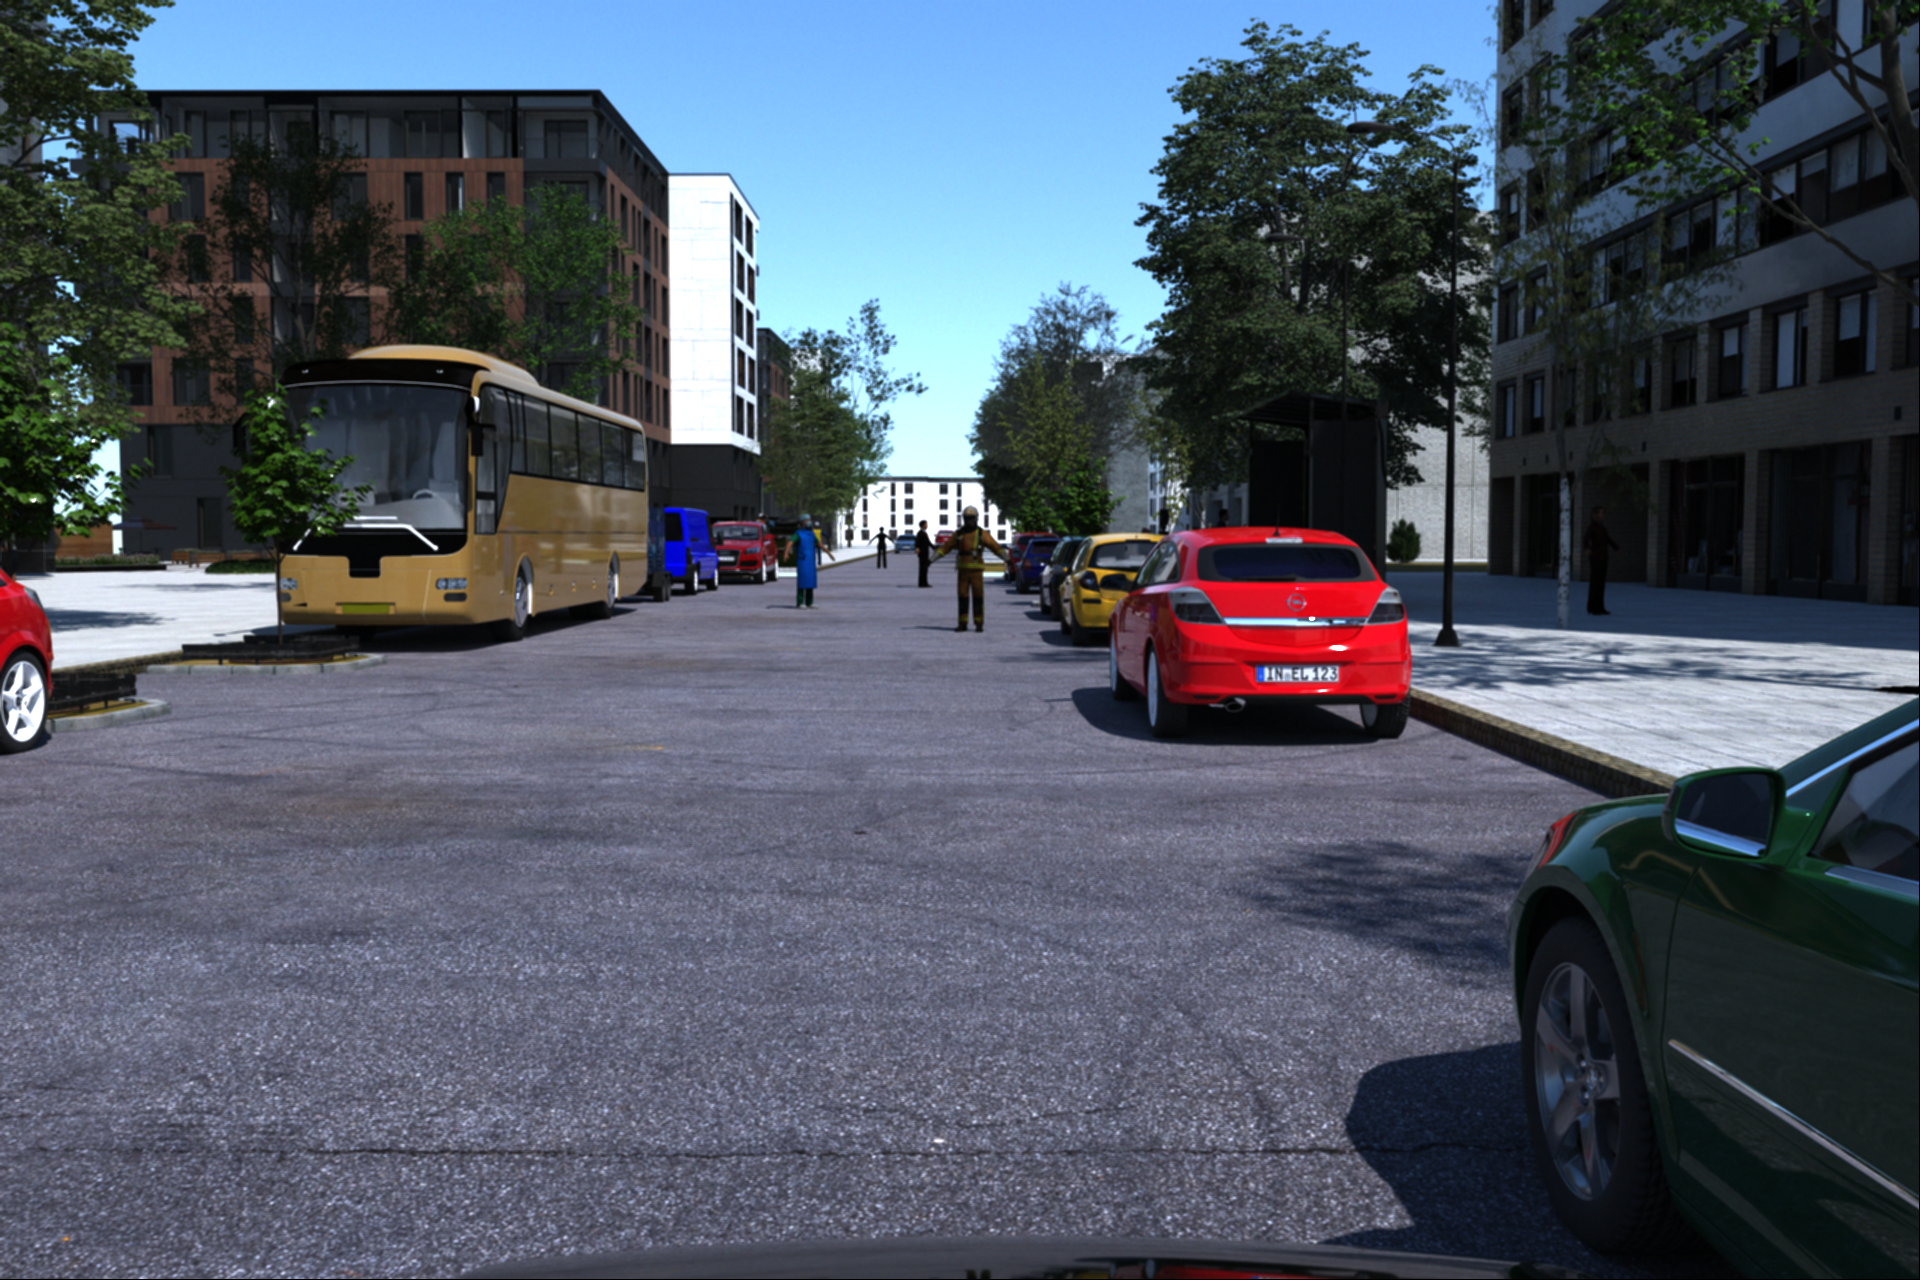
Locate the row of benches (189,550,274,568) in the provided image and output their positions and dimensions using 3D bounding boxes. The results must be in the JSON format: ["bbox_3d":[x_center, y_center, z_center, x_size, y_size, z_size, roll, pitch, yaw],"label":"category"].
[{"bbox_3d":[-28.036,-3.177,67.402,1.422,0.672,4.104,3,4,39],"label":"row of benches"}]

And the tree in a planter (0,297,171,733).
[{"bbox_3d":[-7.285,-0.979,13.235,1.991,3.239,1.994,0,4,1],"label":"tree in a planter"}]

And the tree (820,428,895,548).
[{"bbox_3d":[-10.331,-14.561,163.831,9.928,11.665,9.643,0,3,0],"label":"tree"}]

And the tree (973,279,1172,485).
[{"bbox_3d":[5.704,-10.579,83.333,12.009,13.543,11.850,0,3,0],"label":"tree"}]

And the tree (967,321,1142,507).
[{"bbox_3d":[5.223,-11.559,99.364,12.009,13.543,11.850,0,3,0],"label":"tree"}]

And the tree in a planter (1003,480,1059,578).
[{"bbox_3d":[2.407,-3.655,56.981,1.991,3.239,1.994,0,4,1],"label":"tree in a planter"}]

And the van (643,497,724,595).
[{"bbox_3d":[-7.098,-2.313,42.200,2.240,2.365,5.245,0,4,0],"label":"van"}]

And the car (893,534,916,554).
[{"bbox_3d":[-3.905,-7.105,128.169,2.014,1.417,4.499,0,4,0],"label":"car"}]

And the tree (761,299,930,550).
[{"bbox_3d":[-9.277,-17.346,139.490,12.611,20.169,13.585,0,3,0],"label":"tree"}]

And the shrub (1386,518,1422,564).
[{"bbox_3d":[19.280,-4.336,75.310,1.690,2.028,1.600,0,3,0],"label":"shrub"}]

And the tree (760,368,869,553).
[{"bbox_3d":[-10.182,-12.286,119.009,7.486,12.596,7.792,0,3,0],"label":"tree"}]

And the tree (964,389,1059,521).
[{"bbox_3d":[5.075,-13.768,131.756,9.857,13.997,8.962,0,3,0],"label":"tree"}]

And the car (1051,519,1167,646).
[{"bbox_3d":[2.279,-0.818,23.590,2.015,1.641,3.980,0,4,0],"label":"car"}]

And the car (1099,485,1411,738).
[{"bbox_3d":[2.218,-0.283,13.675,2.155,1.783,4.494,0,4,-1],"label":"car"}]

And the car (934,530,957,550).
[{"bbox_3d":[-1.244,-9.055,156.723,2.281,1.827,5.304,0,4,0],"label":"car"}]

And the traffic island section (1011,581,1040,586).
[{"bbox_3d":[2.424,-1.579,48.678,1.991,0.108,1.994,0,4,0],"label":"traffic island section"}]

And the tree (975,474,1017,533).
[{"bbox_3d":[4.832,-13.402,153.527,8.767,10.594,7.601,3,4,38],"label":"tree"}]

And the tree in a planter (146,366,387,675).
[{"bbox_3d":[-7.318,-1.304,18.546,1.991,3.239,1.994,0,4,0],"label":"tree in a planter"}]

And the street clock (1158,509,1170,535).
[{"bbox_3d":[5.897,-2.789,50.163,0.358,2.002,0.471,0,4,0],"label":"street clock"}]

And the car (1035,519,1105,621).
[{"bbox_3d":[2.326,-1.228,29.857,2.009,1.686,4.222,0,4,-1],"label":"car"}]

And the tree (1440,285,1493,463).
[{"bbox_3d":[21.722,-8.472,64.269,9.928,11.665,9.643,0,3,0],"label":"tree"}]

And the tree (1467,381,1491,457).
[{"bbox_3d":[25.748,-8.495,73.303,8.767,10.594,7.601,1,4,19],"label":"tree"}]

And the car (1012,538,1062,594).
[{"bbox_3d":[2.262,-1.830,42.505,1.945,1.354,3.894,0,4,0],"label":"car"}]

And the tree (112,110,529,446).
[{"bbox_3d":[-13.742,-6.335,37.991,8.767,10.594,7.601,-2,4,-31],"label":"tree"}]

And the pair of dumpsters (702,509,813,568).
[{"bbox_3d":[-7.090,-3.195,57.191,4.436,2.255,1.574,0,4,0],"label":"pair of dumpsters"}]

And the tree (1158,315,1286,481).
[{"bbox_3d":[11.371,-8.097,66.805,7.601,10.594,8.767,2,4,25],"label":"tree"}]

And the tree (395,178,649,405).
[{"bbox_3d":[-12.759,-7.630,50.500,9.928,11.665,9.643,0,3,0],"label":"tree"}]

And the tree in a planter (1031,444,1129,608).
[{"bbox_3d":[2.417,-2.268,34.299,1.991,3.239,1.994,0,4,1],"label":"tree in a planter"}]

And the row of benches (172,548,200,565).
[{"bbox_3d":[-33.093,-3.590,74.157,1.422,0.672,4.104,-1,4,-15],"label":"row of benches"}]

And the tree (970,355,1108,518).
[{"bbox_3d":[5.407,-12.862,116.954,9.857,13.997,8.962,0,3,0],"label":"tree"}]

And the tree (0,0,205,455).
[{"bbox_3d":[-13.473,-6.280,20.797,7.486,12.596,7.792,0,3,0],"label":"tree"}]

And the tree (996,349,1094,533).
[{"bbox_3d":[3.527,-7.205,68.163,4.737,8.622,4.395,0,3,0],"label":"tree"}]

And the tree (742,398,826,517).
[{"bbox_3d":[-10.183,-8.808,94.366,4.360,8.622,3.978,0,3,0],"label":"tree"}]

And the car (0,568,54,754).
[{"bbox_3d":[-7.005,-0.051,9.876,2.155,1.783,4.494,0,4,0],"label":"car"}]

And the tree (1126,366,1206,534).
[{"bbox_3d":[8.796,-7.586,74.399,4.360,8.622,3.978,0,3,0],"label":"tree"}]

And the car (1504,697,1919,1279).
[{"bbox_3d":[2.165,0.594,2.093,2.131,1.459,4.920,0,4,-1],"label":"car"}]

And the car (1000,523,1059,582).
[{"bbox_3d":[2.294,-2.675,52.774,2.155,1.783,4.494,0,4,-1],"label":"car"}]

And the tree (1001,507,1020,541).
[{"bbox_3d":[4.925,-13.036,163.503,4.737,8.622,4.395,0,3,0],"label":"tree"}]

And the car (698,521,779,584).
[{"bbox_3d":[-6.554,-2.585,50.932,2.281,1.827,5.304,0,4,0],"label":"car"}]
